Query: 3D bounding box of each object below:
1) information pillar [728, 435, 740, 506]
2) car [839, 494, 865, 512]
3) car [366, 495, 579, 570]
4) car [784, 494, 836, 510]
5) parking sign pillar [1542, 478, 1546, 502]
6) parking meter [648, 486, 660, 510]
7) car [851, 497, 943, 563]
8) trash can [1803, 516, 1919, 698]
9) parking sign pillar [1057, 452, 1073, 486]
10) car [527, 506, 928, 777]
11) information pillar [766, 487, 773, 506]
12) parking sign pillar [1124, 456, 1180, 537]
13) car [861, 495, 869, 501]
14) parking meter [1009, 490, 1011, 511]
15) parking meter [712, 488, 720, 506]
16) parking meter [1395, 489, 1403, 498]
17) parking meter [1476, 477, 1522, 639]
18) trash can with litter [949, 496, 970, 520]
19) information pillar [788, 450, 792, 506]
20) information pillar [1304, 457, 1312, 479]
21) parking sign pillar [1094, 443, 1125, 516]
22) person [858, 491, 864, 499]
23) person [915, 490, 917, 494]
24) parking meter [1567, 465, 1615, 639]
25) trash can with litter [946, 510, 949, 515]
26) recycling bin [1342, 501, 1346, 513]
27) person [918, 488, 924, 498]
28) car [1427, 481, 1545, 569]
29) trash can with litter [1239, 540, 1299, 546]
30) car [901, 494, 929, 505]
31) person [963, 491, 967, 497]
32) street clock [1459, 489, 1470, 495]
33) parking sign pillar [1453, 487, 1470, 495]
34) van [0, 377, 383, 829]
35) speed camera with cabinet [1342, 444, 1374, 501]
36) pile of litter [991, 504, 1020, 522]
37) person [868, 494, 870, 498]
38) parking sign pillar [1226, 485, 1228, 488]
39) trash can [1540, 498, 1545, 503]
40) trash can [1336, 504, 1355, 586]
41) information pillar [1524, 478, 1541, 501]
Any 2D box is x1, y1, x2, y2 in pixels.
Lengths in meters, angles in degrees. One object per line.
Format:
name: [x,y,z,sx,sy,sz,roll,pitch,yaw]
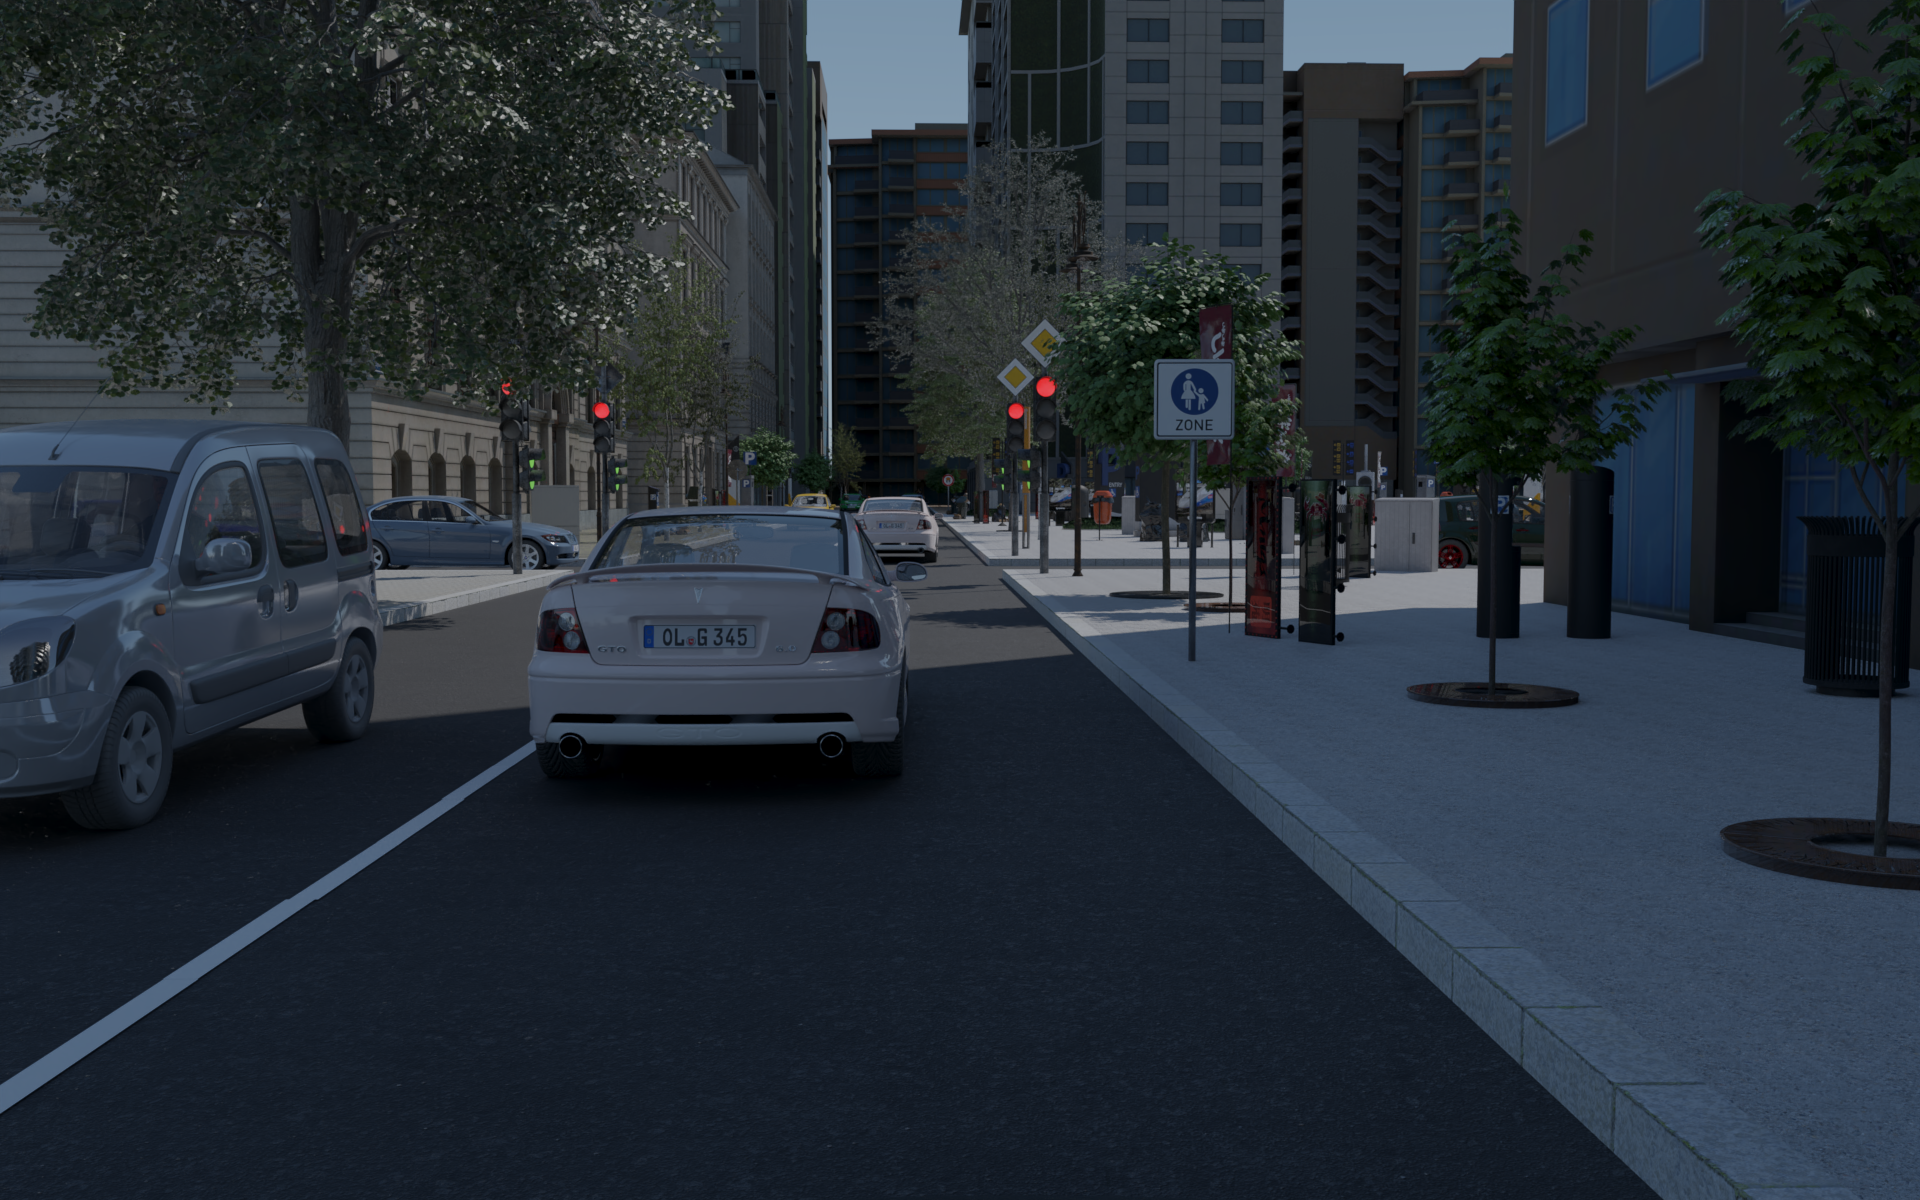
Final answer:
information pillar: [-8.938,-4.720,68.522,0.504,3.616,0.183,-2,4,-30]
car: [-8.031,-7.352,129.008,1.959,1.807,4.718,0,4,-2]
car: [-9.209,-1.190,31.463,4.499,1.417,2.014,0,4,-1]
car: [-5.900,-3.575,68.669,2.015,1.641,3.980,0,4,0]
parking sign pillar: [30.541,-6.144,88.924,1.447,3.967,1.447,-3,5,-42]
parking meter: [-9.248,-2.691,52.416,0.372,1.533,0.369,0,3,0]
car: [-1.405,-1.545,37.629,2.083,1.381,4.827,0,4,0]
trash can: [5.754,0.034,11.097,0.748,1.137,0.748,0,3,0]
parking sign pillar: [6.628,-7.392,109.337,1.447,3.967,1.447,-2,4,-28]
car: [-1.230,0.134,10.163,2.083,1.381,4.827,0,4,-1]
information pillar: [-9.331,-4.910,84.770,0.304,2.012,0.304,-1,4,-16]
parking sign pillar: [5.967,-3.900,52.231,1.447,3.967,1.447,-1,4,-13]
car: [-8.962,-8.783,156.182,1.945,1.354,3.894,0,4,-1]
parking meter: [2.658,-4.865,87.946,0.372,1.533,0.369,0,3,0]
parking meter: [-10.727,-4.147,76.208,0.372,1.533,0.369,0,3,0]
parking meter: [22.796,-4.988,89.965,0.372,1.533,0.369,0,3,0]
parking meter: [4.824,-0.433,15.489,0.372,1.533,0.369,0,3,0]
trash can with litter: [0.043,-4.661,87.592,0.624,1.170,1.055,1,4,22]
information pillar: [-8.959,-6.112,91.287,0.183,3.616,0.504,0,4,5]
information pillar: [21.883,-7.184,108.816,0.504,3.616,0.183,-1,4,-12]
parking sign pillar: [6.301,-5.165,72.921,1.447,3.967,1.447,-2,4,-33]
person: [-8.756,-8.617,150.120,1.217,1.736,0.721,3,5,40]
person: [-4.491,-10.415,178.802,0.705,1.822,1.348,-1,4,-19]
parking meter: [5.625,-0.431,15.450,0.372,1.533,0.369,0,3,0]
trash can with litter: [-0.506,-5.871,107.370,0.624,1.170,1.055,-3,5,-40]
recycling bin: [14.798,-3.272,66.044,0.722,1.027,0.722,0,4,-3]
person: [-2.632,-6.377,112.784,0.705,1.822,1.348,2,4,31]
car: [9.995,-1.313,31.252,4.222,1.686,2.009,0,3,0]
trash can with litter: [8.172,-1.999,43.741,1.678,1.210,2.233,-1,4,-15]
car: [-2.851,-5.593,103.451,2.014,1.417,4.499,0,4,0]
person: [0.635,-11.154,190.865,0.705,1.824,1.348,3,5,44]
street clock: [17.107,-3.314,58.749,0.471,2.002,0.358,1,4,22]
parking sign pillar: [31.984,-7.460,110.439,1.447,3.967,1.447,-1,4,-15]
van: [-4.324,-0.104,8.712,2.013,2.044,4.112,0,4,0]
speed camera with cabinet: [15.438,-4.565,68.976,2.038,3.252,0.660,1,4,17]
pile of litter: [2.129,-4.004,79.432,1.719,0.858,1.176,-3,5,-39]
person: [-9.353,-10.112,177.087,0.557,1.426,1.065,2,4,23]
parking sign pillar: [13.352,-6.249,90.642,1.447,3.967,1.447,-1,4,-12]
trash can: [34.565,-5.618,103.512,0.748,1.137,0.748,0,3,0]
trash can: [5.113,-0.761,24.094,0.748,1.137,0.748,0,3,0]
information pillar: [13.931,-3.109,42.183,0.183,3.616,0.504,-2,4,-26]
